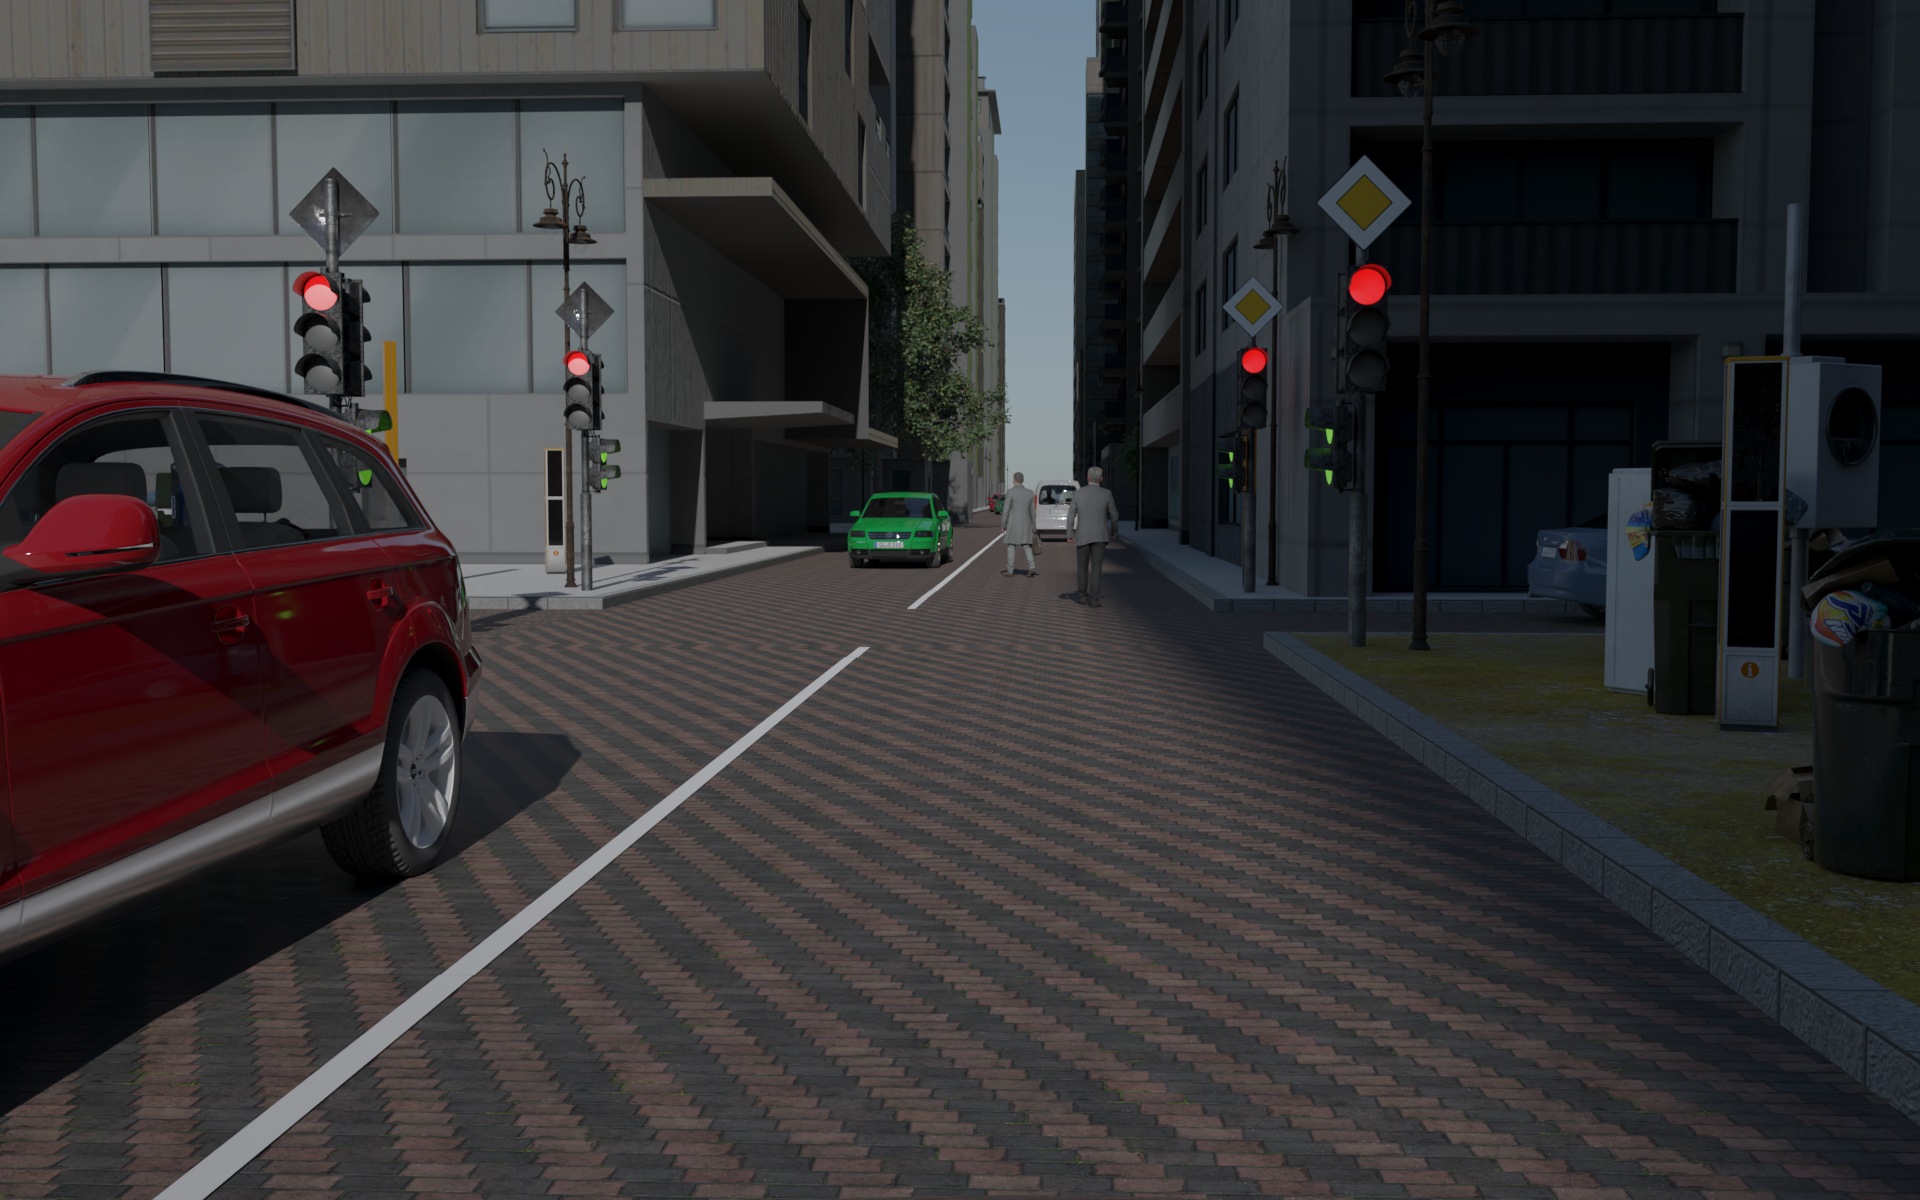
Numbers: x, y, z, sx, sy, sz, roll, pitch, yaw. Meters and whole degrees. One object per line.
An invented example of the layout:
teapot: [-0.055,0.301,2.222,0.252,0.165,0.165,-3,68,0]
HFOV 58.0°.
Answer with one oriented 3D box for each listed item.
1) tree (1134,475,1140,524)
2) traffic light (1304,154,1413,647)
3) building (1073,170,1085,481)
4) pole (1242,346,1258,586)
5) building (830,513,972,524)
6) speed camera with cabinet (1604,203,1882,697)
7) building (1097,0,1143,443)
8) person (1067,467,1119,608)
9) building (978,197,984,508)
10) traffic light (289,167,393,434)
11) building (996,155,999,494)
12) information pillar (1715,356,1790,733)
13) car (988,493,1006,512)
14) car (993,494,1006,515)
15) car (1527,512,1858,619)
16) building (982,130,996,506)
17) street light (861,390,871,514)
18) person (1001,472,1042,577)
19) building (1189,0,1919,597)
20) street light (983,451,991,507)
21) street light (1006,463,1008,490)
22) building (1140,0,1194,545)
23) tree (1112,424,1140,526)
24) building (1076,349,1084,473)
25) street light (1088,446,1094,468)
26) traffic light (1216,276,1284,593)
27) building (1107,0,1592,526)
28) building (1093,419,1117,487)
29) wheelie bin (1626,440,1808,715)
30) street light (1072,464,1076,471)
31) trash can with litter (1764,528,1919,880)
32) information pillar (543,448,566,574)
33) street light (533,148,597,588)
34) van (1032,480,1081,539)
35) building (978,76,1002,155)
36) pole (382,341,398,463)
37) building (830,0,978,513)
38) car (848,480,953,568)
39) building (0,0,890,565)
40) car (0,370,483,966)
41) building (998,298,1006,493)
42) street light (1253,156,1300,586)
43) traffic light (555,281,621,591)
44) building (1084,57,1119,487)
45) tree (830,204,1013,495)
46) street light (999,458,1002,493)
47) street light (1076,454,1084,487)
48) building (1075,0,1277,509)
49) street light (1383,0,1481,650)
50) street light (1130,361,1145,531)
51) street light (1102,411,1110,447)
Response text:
tree: [8.167,-4.816,73.348,1.663,3.219,1.824,0,3,0]
traffic light: [3.330,-1.564,14.497,0.839,4.253,0.868,0,4,3]
building: [26.823,-37.998,244.972,21.300,48.544,21.600,0,4,3]
pole: [4.009,-1.841,23.942,0.158,3.312,0.155,0,3,0]
building: [-6.749,-24.308,81.031,14.154,41.232,14.086,0,4,3]
speed camera with cabinet: [5.197,-1.045,11.416,2.038,3.252,0.660,-2,4,-29]
building: [20.225,-28.014,112.648,22.147,44.769,28.867,0,4,3]
person: [1.694,-0.813,22.190,0.661,1.777,0.834,0,4,2]
building: [-5.046,-23.879,162.122,14.160,30.474,14.107,0,4,3]
traffic light: [-5.370,-1.592,14.945,0.839,4.253,0.868,0,4,3]
building: [-2.735,-31.788,203.321,14.154,41.232,14.086,0,4,3]
information pillar: [4.302,-0.301,9.413,0.304,2.012,0.304,1,4,20]
car: [3.304,-7.889,138.027,2.155,1.783,4.494,0,4,4]
car: [3.403,-6.731,121.856,2.131,1.459,4.920,0,4,4]
car: [8.670,-0.439,19.182,4.499,1.417,2.014,0,4,3]
building: [-3.662,-30.922,189.174,14.154,41.232,14.086,0,4,3]
street light: [-3.363,-5.329,59.916,0.468,5.910,1.993,0,4,3]
person: [1.022,-1.299,29.847,0.694,1.812,0.767,-2,4,-26]
building: [15.156,-36.133,29.023,20.611,71.187,20.563,0,4,3]
street light: [2.594,-12.238,172.872,0.468,5.910,1.993,0,4,3]
street light: [7.009,-17.330,256.126,0.468,5.910,1.993,0,4,3]
building: [16.786,-26.206,52.176,21.300,48.544,21.600,0,4,3]
tree: [7.721,-5.216,69.003,4.285,4.588,4.351,0,3,0]
building: [28.791,-22.958,220.394,27.650,21.520,28.899,0,4,3]
street light: [10.260,-9.970,135.789,0.468,5.910,1.993,0,4,3]
traffic light: [3.756,-2.052,22.471,0.839,4.253,0.868,0,4,3]
building: [17.655,-39.577,85.335,20.563,71.187,20.611,0,4,3]
building: [22.579,-50.692,141.478,22.319,86.520,31.000,0,4,3]
wheelie bin: [4.420,-0.137,10.153,0.980,1.594,0.693,1,4,22]
street light: [14.750,-15.135,220.239,0.468,5.910,1.993,0,4,3]
trash can with litter: [3.130,0.323,6.108,0.624,1.170,1.055,0,4,5]
information pillar: [-6.513,-1.427,27.820,0.304,2.012,0.304,-1,4,-19]
street light: [-5.355,-3.111,23.655,0.468,5.910,1.993,0,4,3]
van: [3.016,-2.808,52.922,2.013,2.044,4.112,0,4,3]
building: [-9.333,-38.830,224.101,28.713,52.752,27.495,0,4,3]
pole: [-7.620,-1.797,23.216,0.158,3.312,0.155,0,3,0]
building: [-5.754,-28.348,147.087,14.154,41.232,14.086,0,4,3]
car: [-1.155,-1.597,34.905,1.959,1.807,4.718,0,4,5]
building: [-16.098,-27.734,42.685,28.713,52.752,27.495,0,4,3]
car: [-3.105,0.219,5.093,2.281,1.827,5.304,0,4,4]
building: [-0.762,-28.994,245.752,14.160,30.474,14.107,0,4,3]
street light: [4.382,-3.142,24.152,0.468,5.910,1.993,0,4,3]
traffic light: [-4.944,-2.079,22.918,0.839,4.253,0.868,0,4,3]
building: [18.925,-29.480,165.588,14.154,41.232,14.086,0,4,3]
tree: [-3.180,-9.211,67.607,9.611,12.733,9.660,0,3,0]
street light: [5.142,-15.096,219.610,0.468,5.910,1.993,0,4,3]
street light: [12.826,-12.922,184.058,0.468,5.910,1.993,0,4,3]
building: [23.422,-46.249,194.420,20.563,71.187,20.611,0,4,3]
street light: [3.790,-2.527,14.108,0.468,5.910,1.993,0,4,3]
street light: [6.171,-5.355,60.340,0.468,5.910,1.993,0,4,3]
street light: [8.387,-7.745,99.418,0.468,5.910,1.993,0,4,3]
